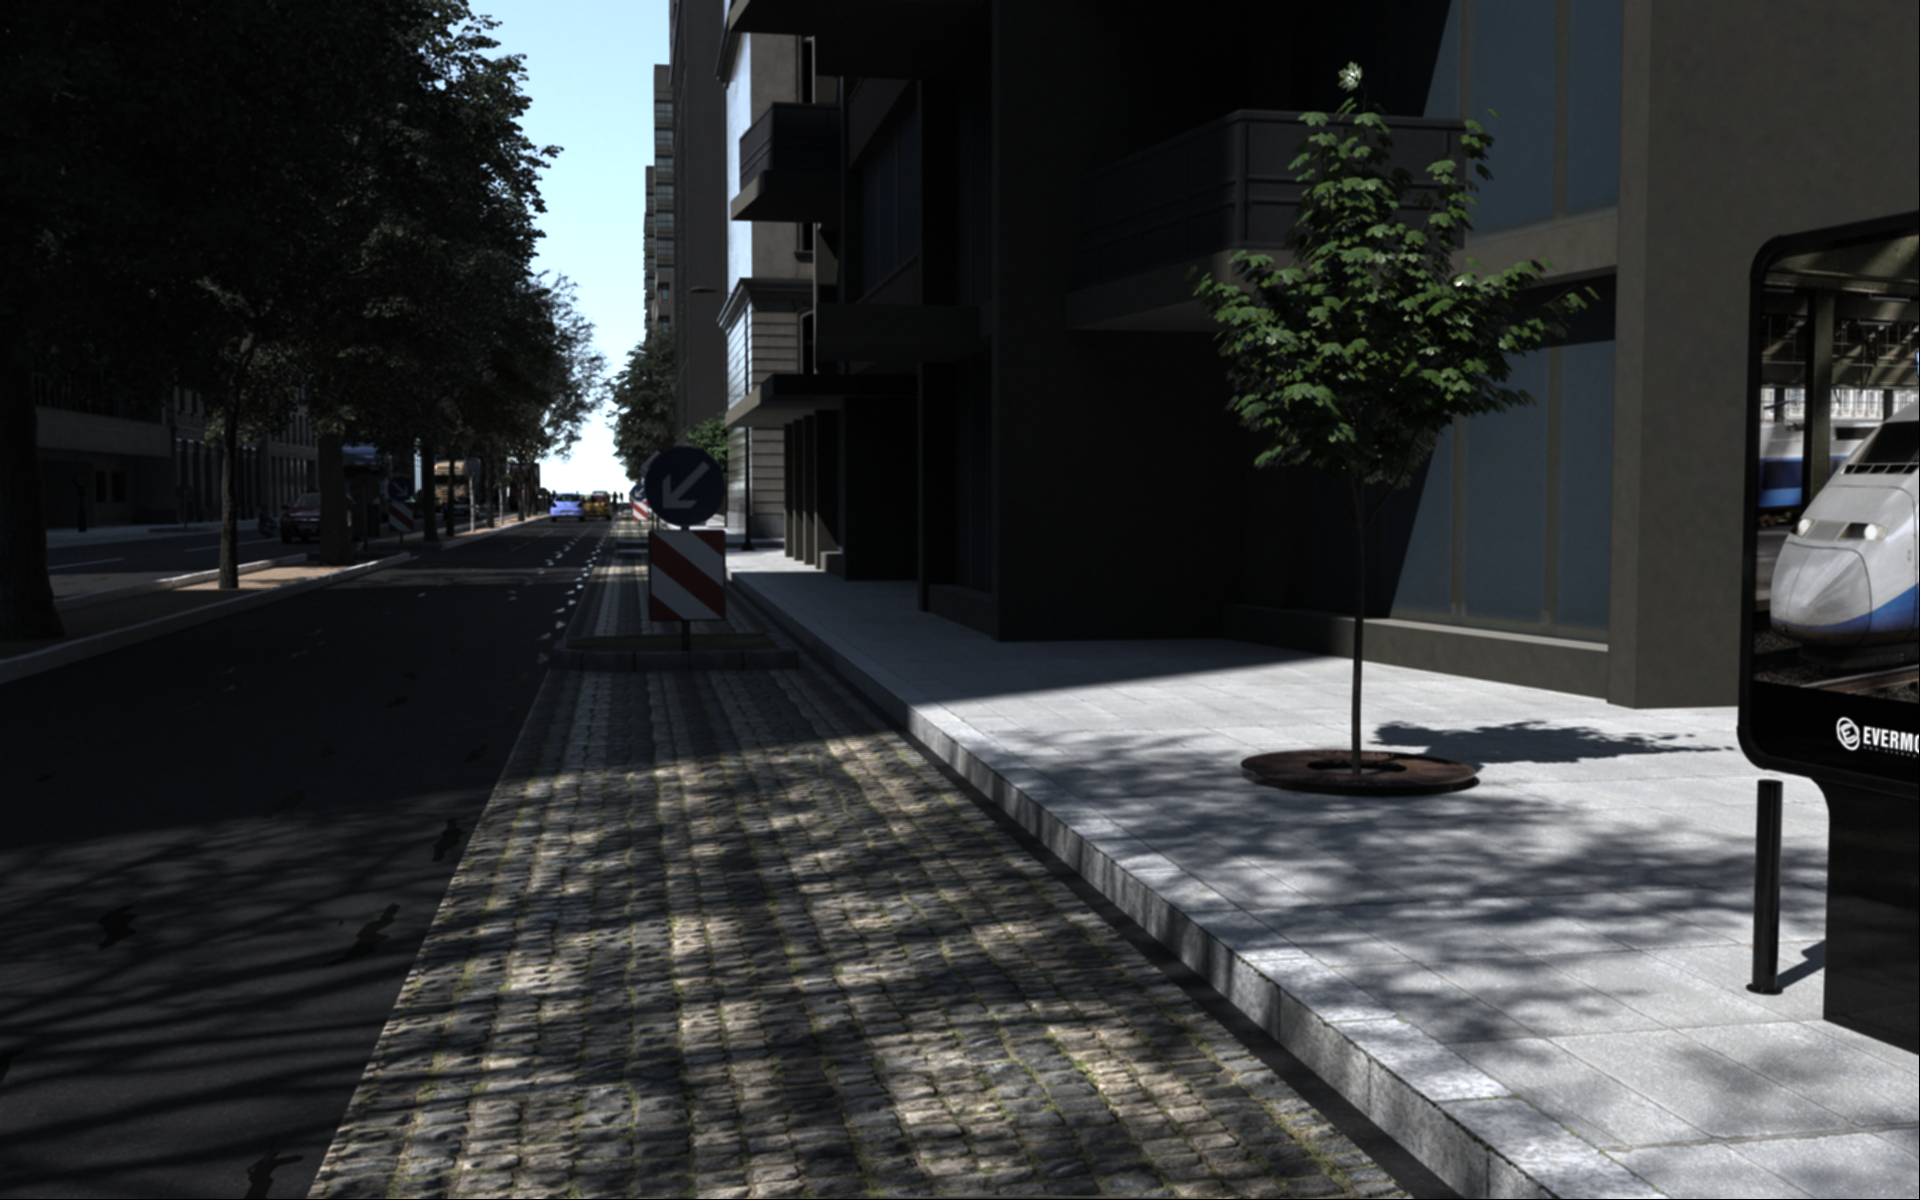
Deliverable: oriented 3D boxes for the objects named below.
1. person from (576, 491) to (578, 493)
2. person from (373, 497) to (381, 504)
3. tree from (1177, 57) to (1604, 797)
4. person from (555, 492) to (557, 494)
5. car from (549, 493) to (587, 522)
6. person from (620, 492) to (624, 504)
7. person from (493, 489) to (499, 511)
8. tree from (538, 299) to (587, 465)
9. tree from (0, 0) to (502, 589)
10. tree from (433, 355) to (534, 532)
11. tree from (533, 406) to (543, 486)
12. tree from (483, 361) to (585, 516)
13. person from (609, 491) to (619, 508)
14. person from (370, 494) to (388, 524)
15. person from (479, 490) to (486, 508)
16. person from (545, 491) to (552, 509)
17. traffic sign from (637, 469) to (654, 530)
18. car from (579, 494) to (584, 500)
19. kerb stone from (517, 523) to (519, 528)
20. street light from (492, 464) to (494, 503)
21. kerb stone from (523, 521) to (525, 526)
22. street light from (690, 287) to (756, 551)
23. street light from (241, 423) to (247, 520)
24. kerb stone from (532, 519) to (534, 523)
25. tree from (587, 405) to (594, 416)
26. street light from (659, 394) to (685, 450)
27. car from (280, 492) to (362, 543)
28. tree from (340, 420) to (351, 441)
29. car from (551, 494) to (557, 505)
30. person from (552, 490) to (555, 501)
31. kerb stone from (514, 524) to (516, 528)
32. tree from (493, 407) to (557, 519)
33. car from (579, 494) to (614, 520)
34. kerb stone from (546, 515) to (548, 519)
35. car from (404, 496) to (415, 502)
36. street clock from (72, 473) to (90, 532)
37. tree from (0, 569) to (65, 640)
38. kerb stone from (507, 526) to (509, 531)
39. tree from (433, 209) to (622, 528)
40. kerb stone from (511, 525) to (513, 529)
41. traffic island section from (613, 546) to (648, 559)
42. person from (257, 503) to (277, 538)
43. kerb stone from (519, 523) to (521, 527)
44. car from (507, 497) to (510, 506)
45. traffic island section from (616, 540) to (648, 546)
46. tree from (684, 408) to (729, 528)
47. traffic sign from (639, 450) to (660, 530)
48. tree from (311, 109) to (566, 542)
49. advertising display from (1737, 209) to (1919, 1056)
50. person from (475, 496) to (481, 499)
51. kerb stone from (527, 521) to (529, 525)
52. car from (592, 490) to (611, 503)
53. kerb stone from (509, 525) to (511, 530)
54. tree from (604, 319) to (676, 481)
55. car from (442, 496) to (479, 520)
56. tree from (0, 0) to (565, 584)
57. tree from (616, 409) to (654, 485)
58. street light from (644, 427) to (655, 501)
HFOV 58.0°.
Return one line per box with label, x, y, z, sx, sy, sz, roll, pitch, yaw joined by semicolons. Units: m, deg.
person;-35.600;-9.281;160.958;1.217;1.735;0.721;0;4;8
person;-27.210;-4.302;80.651;0.330;1.601;0.589;1;4;16
tree;1.723;-0.811;7.863;1.663;3.219;1.824;0;3;0
person;-57.651;-14.526;246.514;0.721;1.766;1.217;-1;4;-8
car;-20.349;-4.912;89.900;1.945;1.707;3.694;-1;4;-12
person;-47.881;-14.436;244.979;0.683;1.767;0.568;1;4;12
person;-39.536;-8.531;147.620;0.705;1.869;1.348;-2;4;-28
tree;-17.215;-7.406;57.950;8.767;10.594;7.601;-1;4;-11
tree;-10.952;-5.413;25.373;8.767;10.594;7.601;-1;4;-11
tree;-18.073;-6.802;64.025;4.360;8.622;3.978;0;3;0
tree;-21.297;-7.794;80.248;4.360;8.622;3.978;0;3;0
tree;-28.274;-11.384;114.333;9.928;11.665;9.643;0;3;0
person;-34.713;-10.072;173.909;0.721;1.736;1.217;3;4;39
person;-27.250;-4.476;81.907;1.509;1.804;0.699;-2;4;-24
person;-49.532;-10.436;179.227;1.348;1.812;0.705;1;4;9
person;-39.224;-9.548;165.343;1.217;1.736;0.721;-1;4;-12
traffic sign;-8.324;-2.646;46.902;0.795;2.450;0.064;-1;4;-11
car;-25.227;-6.390;113.271;1.959;1.807;4.718;-1;4;-10
kerb stone;-18.756;-3.099;72.867;0.120;0.150;1.000;-1;4;-11
street light;-64.388;-16.410;240.845;1.470;5.913;1.316;-1;4;-11
kerb stone;-19.526;-3.346;76.907;0.120;0.150;1.000;-1;4;-11
street light;-5.353;-4.072;39.122;1.470;5.913;1.316;-1;4;-11
street light;-34.338;-6.833;84.266;1.470;5.913;1.316;-1;4;-11
kerb stone;-20.877;-3.771;83.951;0.120;0.150;1.000;-1;4;-11
tree;-26.384;-10.302;105.310;8.767;10.594;7.601;-1;4;-11
street light;-13.198;-6.588;80.263;1.470;5.913;1.316;-1;4;-11
car;-19.227;-2.639;52.184;2.155;1.783;4.494;-1;4;-10
tree;-41.857;-9.996;113.789;4.737;8.622;4.395;0;3;0
car;-51.933;-13.099;223.754;1.945;1.707;3.694;-1;4;-11
person;-37.050;-9.150;158.126;0.705;1.821;1.348;0;3;0
kerb stone;-18.373;-2.976;70.859;0.120;0.150;1.000;-1;4;-11
tree;-24.662;-8.849;97.507;4.737;8.622;4.395;0;3;0
car;-20.261;-5.257;96.179;2.015;1.641;3.980;-1;4;-10
kerb stone;-23.580;-4.640;98.057;0.120;0.150;1.000;-1;4;-11
car;-40.867;-7.212;126.704;1.959;1.807;4.718;-1;4;-13
street clock;-29.592;-3.289;58.350;0.358;2.002;0.471;3;4;37
tree;-9.232;-6.576;16.626;9.857;13.997;8.962;0;3;0
kerb stone;-17.598;-2.731;66.840;0.120;0.150;1.000;-1;4;-11
tree;-19.673;-9.735;71.990;12.009;13.543;11.850;0;3;0
kerb stone;-17.981;-2.854;68.853;0.120;0.150;1.000;-1;4;-11
traffic island section;-6.799;-1.031;39.141;2.009;0.180;2.903;-1;4;-11
person;-22.591;-2.611;56.688;0.738;1.151;1.012;0;4;-7
kerb stone;-18.945;-3.160;73.881;0.120;0.150;1.000;-1;4;-11
car;-53.397;-12.209;208.653;2.155;1.783;4.494;-1;4;-11
traffic island section;-8.303;-1.511;46.984;2.009;0.180;2.903;-1;4;-11
tree;-9.068;-5.057;66.398;4.285;4.588;4.351;0;3;0
traffic sign;-6.821;-2.166;39.059;0.795;2.450;0.064;-1;4;-11
tree;-15.465;-7.943;50.456;7.486;12.596;7.792;0;3;0
advertising display;2.207;0.074;4.010;0.123;1.923;0.974;-1;4;-17
person;-46.570;-9.665;166.604;1.350;1.814;0.705;3;5;39
kerb stone;-20.112;-3.526;79.919;0.120;0.150;1.000;-1;4;-11
car;-37.270;-10.439;179.343;2.281;1.827;5.304;-1;4;-12
kerb stone;-17.792;-2.792;67.843;0.120;0.150;1.000;-1;4;-11
tree;-21.550;-13.535;127.954;9.857;13.997;8.962;0;3;0
car;-27.530;-5.077;95.584;1.945;1.354;3.894;-1;4;-12
tree;-12.384;-7.636;33.968;9.857;13.997;8.962;0;3;0
tree;-35.510;-17.520;203.464;9.611;12.733;9.660;0;3;0
street light;-21.171;-9.075;120.923;1.470;5.913;1.316;-1;4;-11
